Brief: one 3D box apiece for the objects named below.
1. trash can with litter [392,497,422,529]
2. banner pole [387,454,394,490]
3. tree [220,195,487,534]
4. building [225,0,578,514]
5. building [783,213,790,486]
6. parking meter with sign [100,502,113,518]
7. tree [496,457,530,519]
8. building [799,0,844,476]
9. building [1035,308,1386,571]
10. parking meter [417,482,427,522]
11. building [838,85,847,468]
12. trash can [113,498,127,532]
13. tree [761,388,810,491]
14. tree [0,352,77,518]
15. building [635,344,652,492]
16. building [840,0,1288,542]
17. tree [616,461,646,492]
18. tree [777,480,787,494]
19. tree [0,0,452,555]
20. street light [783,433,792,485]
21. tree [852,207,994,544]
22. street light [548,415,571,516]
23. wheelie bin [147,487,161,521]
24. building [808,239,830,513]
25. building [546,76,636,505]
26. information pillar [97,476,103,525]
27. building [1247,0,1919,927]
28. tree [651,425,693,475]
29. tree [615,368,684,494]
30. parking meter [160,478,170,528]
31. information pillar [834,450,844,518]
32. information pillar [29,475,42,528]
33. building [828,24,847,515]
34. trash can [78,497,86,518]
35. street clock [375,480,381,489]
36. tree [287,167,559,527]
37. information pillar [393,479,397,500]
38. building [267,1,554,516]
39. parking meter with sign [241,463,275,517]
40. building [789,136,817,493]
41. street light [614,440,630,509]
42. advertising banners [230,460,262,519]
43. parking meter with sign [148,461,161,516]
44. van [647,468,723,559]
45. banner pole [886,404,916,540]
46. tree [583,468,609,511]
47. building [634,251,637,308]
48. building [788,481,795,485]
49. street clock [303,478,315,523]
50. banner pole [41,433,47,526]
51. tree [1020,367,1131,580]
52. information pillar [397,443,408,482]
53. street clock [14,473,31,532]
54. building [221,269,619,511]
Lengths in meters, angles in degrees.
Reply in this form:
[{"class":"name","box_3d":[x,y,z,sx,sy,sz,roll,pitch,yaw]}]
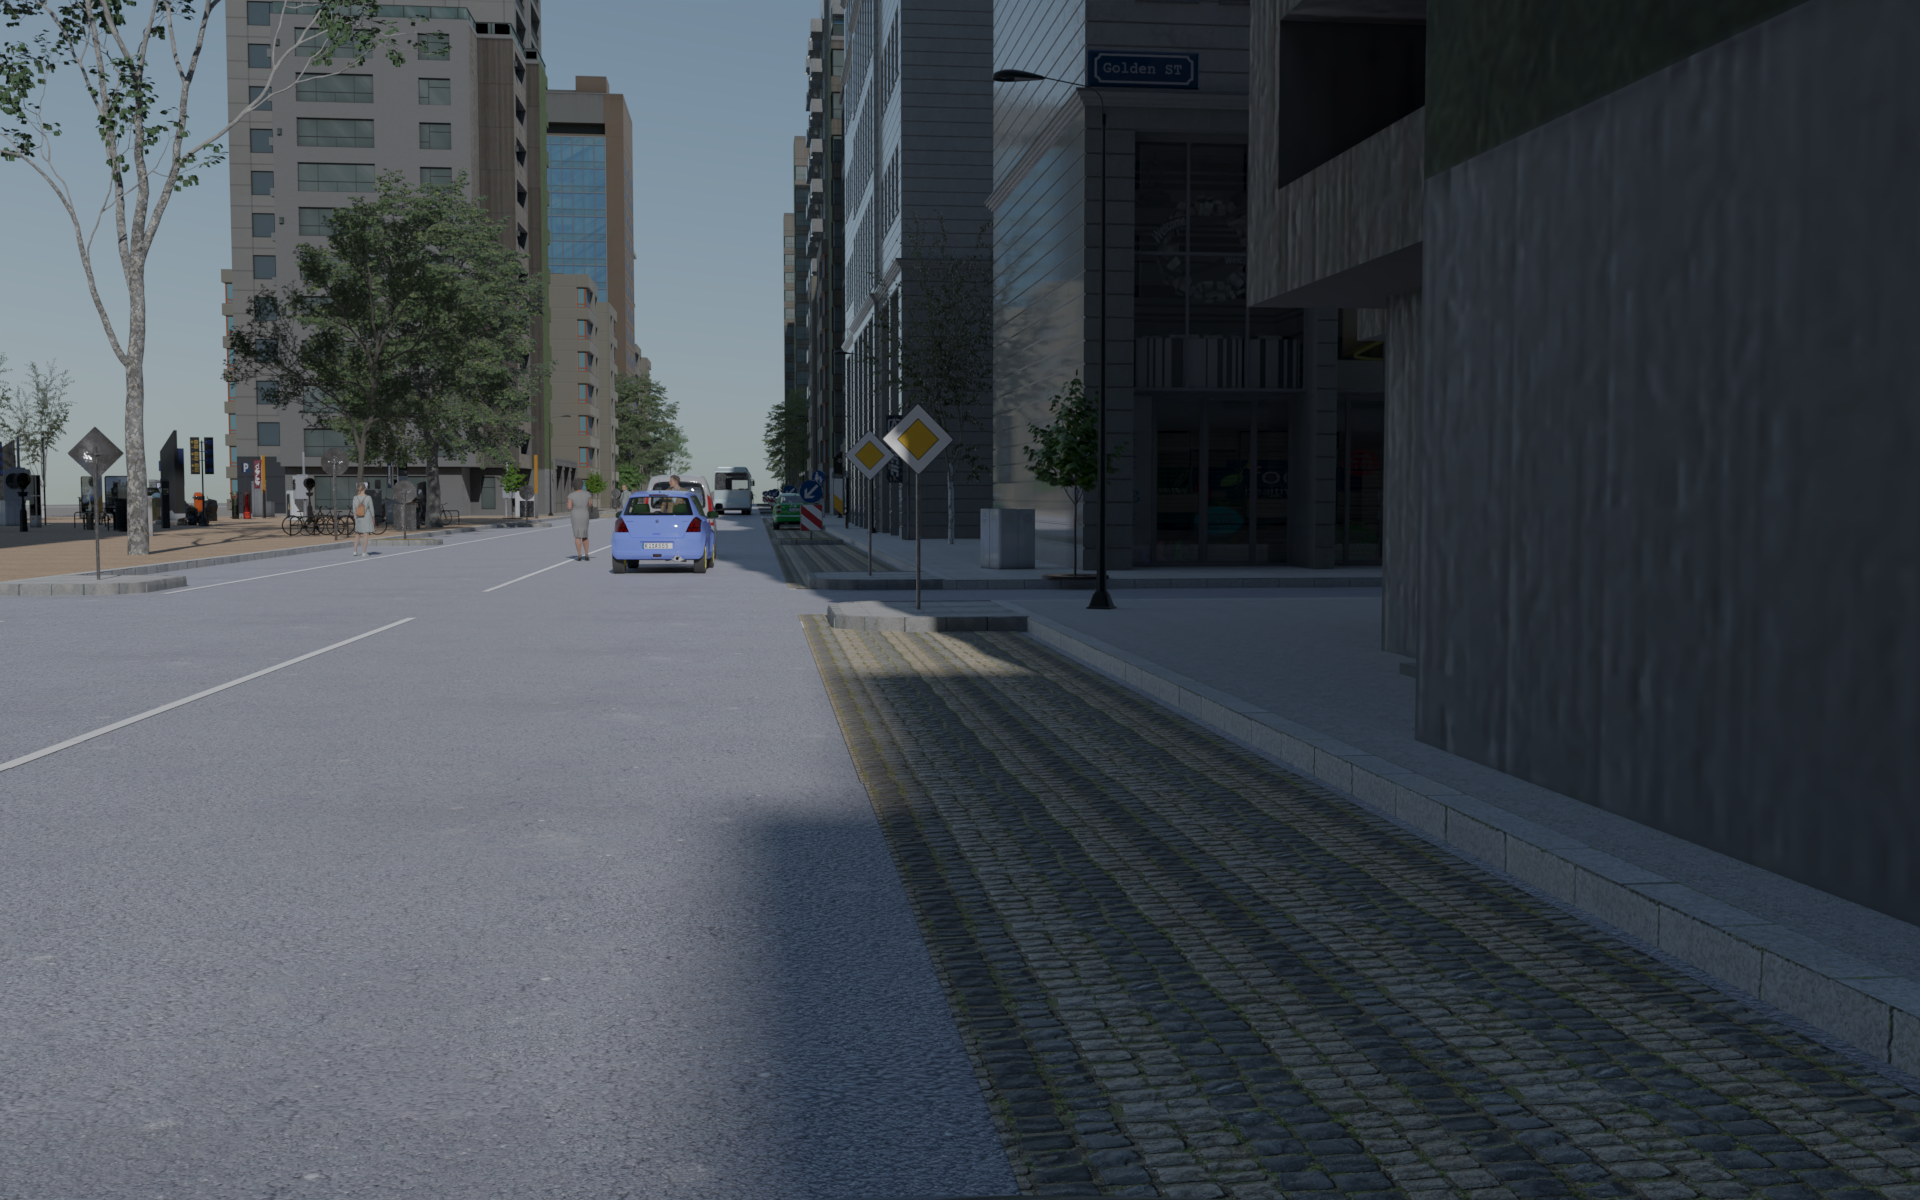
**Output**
[{"class":"trash can with litter","box_3d":[-20.273,-3.184,63.441,1.055,1.170,0.624,0,4,2]},{"class":"banner pole","box_3d":[-29.899,-6.176,90.999,0.401,3.779,0.863,1,4,9]},{"class":"tree","box_3d":[-19.220,-7.370,54.906,8.767,10.594,7.601,-1,4,-11]},{"class":"building","box_3d":[-38.373,-41.857,122.614,20.563,71.187,20.611,0,4,-7]},{"class":"building","box_3d":[-18.775,-34.893,254.095,14.154,41.232,14.086,0,4,-7]},{"class":"parking meter with sign","box_3d":[-45.389,-5.919,93.030,1.738,3.016,0.543,-3,4,-38]},{"class":"tree","box_3d":[-23.256,-5.831,89.937,1.663,3.219,1.824,0,3,0]},{"class":"building","box_3d":[-3.020,-33.196,162.365,23.786,49.044,30.456,0,4,-7]},{"class":"building","box_3d":[16.035,-15.760,35.175,29.804,29.767,11.434,0,4,-7]},{"class":"parking meter","box_3d":[-25.093,-4.590,80.756,0.399,1.863,0.255,2,4,24]},{"class":"building","box_3d":[1.362,-18.192,90.939,14.314,27.812,24.014,0,4,-7]},{"class":"trash can","box_3d":[-28.411,-2.893,58.959,0.748,1.137,0.748,0,3,0]},{"class":"tree","box_3d":[-17.689,-16.353,185.504,7.486,12.596,7.792,0,3,0]},{"class":"tree","box_3d":[-49.580,-8.730,93.093,4.360,8.622,3.978,0,3,0]},{"class":"building","box_3d":[-52.546,-22.434,211.830,27.650,21.520,28.899,0,4,-7]},{"class":"building","box_3d":[1.930,-17.509,63.766,11.434,29.767,29.804,0,4,-7]},{"class":"tree","box_3d":[-32.191,-11.272,168.004,4.285,4.588,4.351,0,3,0]},{"class":"tree","box_3d":[-22.456,-13.762,219.614,1.663,3.219,1.824,0,3,0]},{"class":"tree","box_3d":[-17.514,-11.105,37.464,12.611,20.169,13.585,0,3,0]},{"class":"street light","box_3d":[-12.427,-9.707,131.257,1.470,5.913,1.316,0,4,-7]},{"class":"tree","box_3d":[-0.368,-5.725,43.972,4.360,8.622,3.978,0,3,0]},{"class":"street light","box_3d":[-23.532,-7.902,101.739,1.470,5.913,1.316,0,4,-7]},{"class":"wheelie bin","box_3d":[-37.920,-4.491,81.330,0.980,1.594,0.693,0,3,0]},{"class":"building","box_3d":[2.626,-17.651,133.627,27.650,21.520,28.899,0,4,-7]},{"class":"building","box_3d":[-43.126,-32.995,189.586,14.600,45.320,14.200,0,4,-7]},{"class":"information pillar","box_3d":[-35.778,-4.925,71.881,0.183,3.616,0.504,0,4,1]},{"class":"building","box_3d":[9.094,-14.637,11.020,14.160,30.474,14.107,0,4,-7]},{"class":"tree","box_3d":[-43.718,-20.370,258.810,9.928,11.665,9.643,0,3,0]},{"class":"tree","box_3d":[-33.059,-16.434,175.353,9.857,13.997,8.962,0,3,0]},{"class":"parking meter","box_3d":[-29.690,-3.607,64.691,0.255,1.863,0.399,-2,4,-35]},{"class":"information pillar","box_3d":[-6.503,-6.203,92.776,0.504,3.616,0.183,0,4,6]},{"class":"information pillar","box_3d":[-35.438,-3.784,66.359,0.304,2.012,0.304,0,4,6]},{"class":"building","box_3d":[-1.491,-20.767,111.247,14.160,30.474,14.107,0,4,-7]},{"class":"trash can","box_3d":[-44.568,-4.687,88.282,0.748,1.137,0.748,0,3,0]},{"class":"street clock","box_3d":[-29.142,-5.026,86.742,0.358,2.002,0.471,-1,4,-8]},{"class":"tree","box_3d":[-20.472,-9.782,66.583,9.857,13.997,8.962,0,3,0]},{"class":"information pillar","box_3d":[-27.137,-4.831,83.486,0.304,2.012,0.304,-1,4,-10]},{"class":"building","box_3d":[-33.133,-20.476,106.483,14.160,30.474,14.107,0,4,-7]},{"class":"parking meter with sign","box_3d":[-39.001,-6.122,96.358,1.738,3.016,0.543,1,4,12]},{"class":"building","box_3d":[-12.245,-31.669,201.387,14.154,41.232,14.086,0,4,-7]},{"class":"street light","box_3d":[-28.873,-10.715,147.736,1.470,5.913,1.316,0,4,-7]},{"class":"advertising banners","box_3d":[-36.400,-5.635,88.320,2.074,3.025,0.090,1,4,20]},{"class":"parking meter with sign","box_3d":[-42.332,-5.806,91.192,1.738,3.016,0.543,2,4,35]},{"class":"van","box_3d":[-6.411,-1.988,39.522,2.013,2.044,4.112,-1,4,-9]},{"class":"banner pole","box_3d":[-1.657,-3.556,48.150,0.863,3.779,0.401,0,4,-2]},{"class":"tree","box_3d":[-27.649,-8.441,132.617,1.663,3.219,1.824,0,3,0]},{"class":"building","box_3d":[-57.426,-33.360,237.320,32.217,40.220,23.993,0,4,-7]},{"class":"building","box_3d":[-7.251,-33.288,236.132,32.217,40.220,23.993,0,4,-7]},{"class":"street clock","box_3d":[-29.134,-4.466,77.591,0.358,2.002,0.471,3,4,37]},{"class":"banner pole","box_3d":[-37.272,-4.924,70.531,0.401,3.779,0.863,-2,4,-34]},{"class":"tree","box_3d":[1.871,-1.942,26.350,1.663,3.219,1.824,0,3,0]},{"class":"information pillar","box_3d":[-25.323,-5.338,78.632,0.183,3.616,0.504,3,5,42]},{"class":"street clock","box_3d":[-31.813,-3.317,58.803,0.358,2.002,0.471,2,4,35]},{"class":"building","box_3d":[-44.629,-18.599,149.132,27.650,21.520,28.899,0,4,-7]}]
